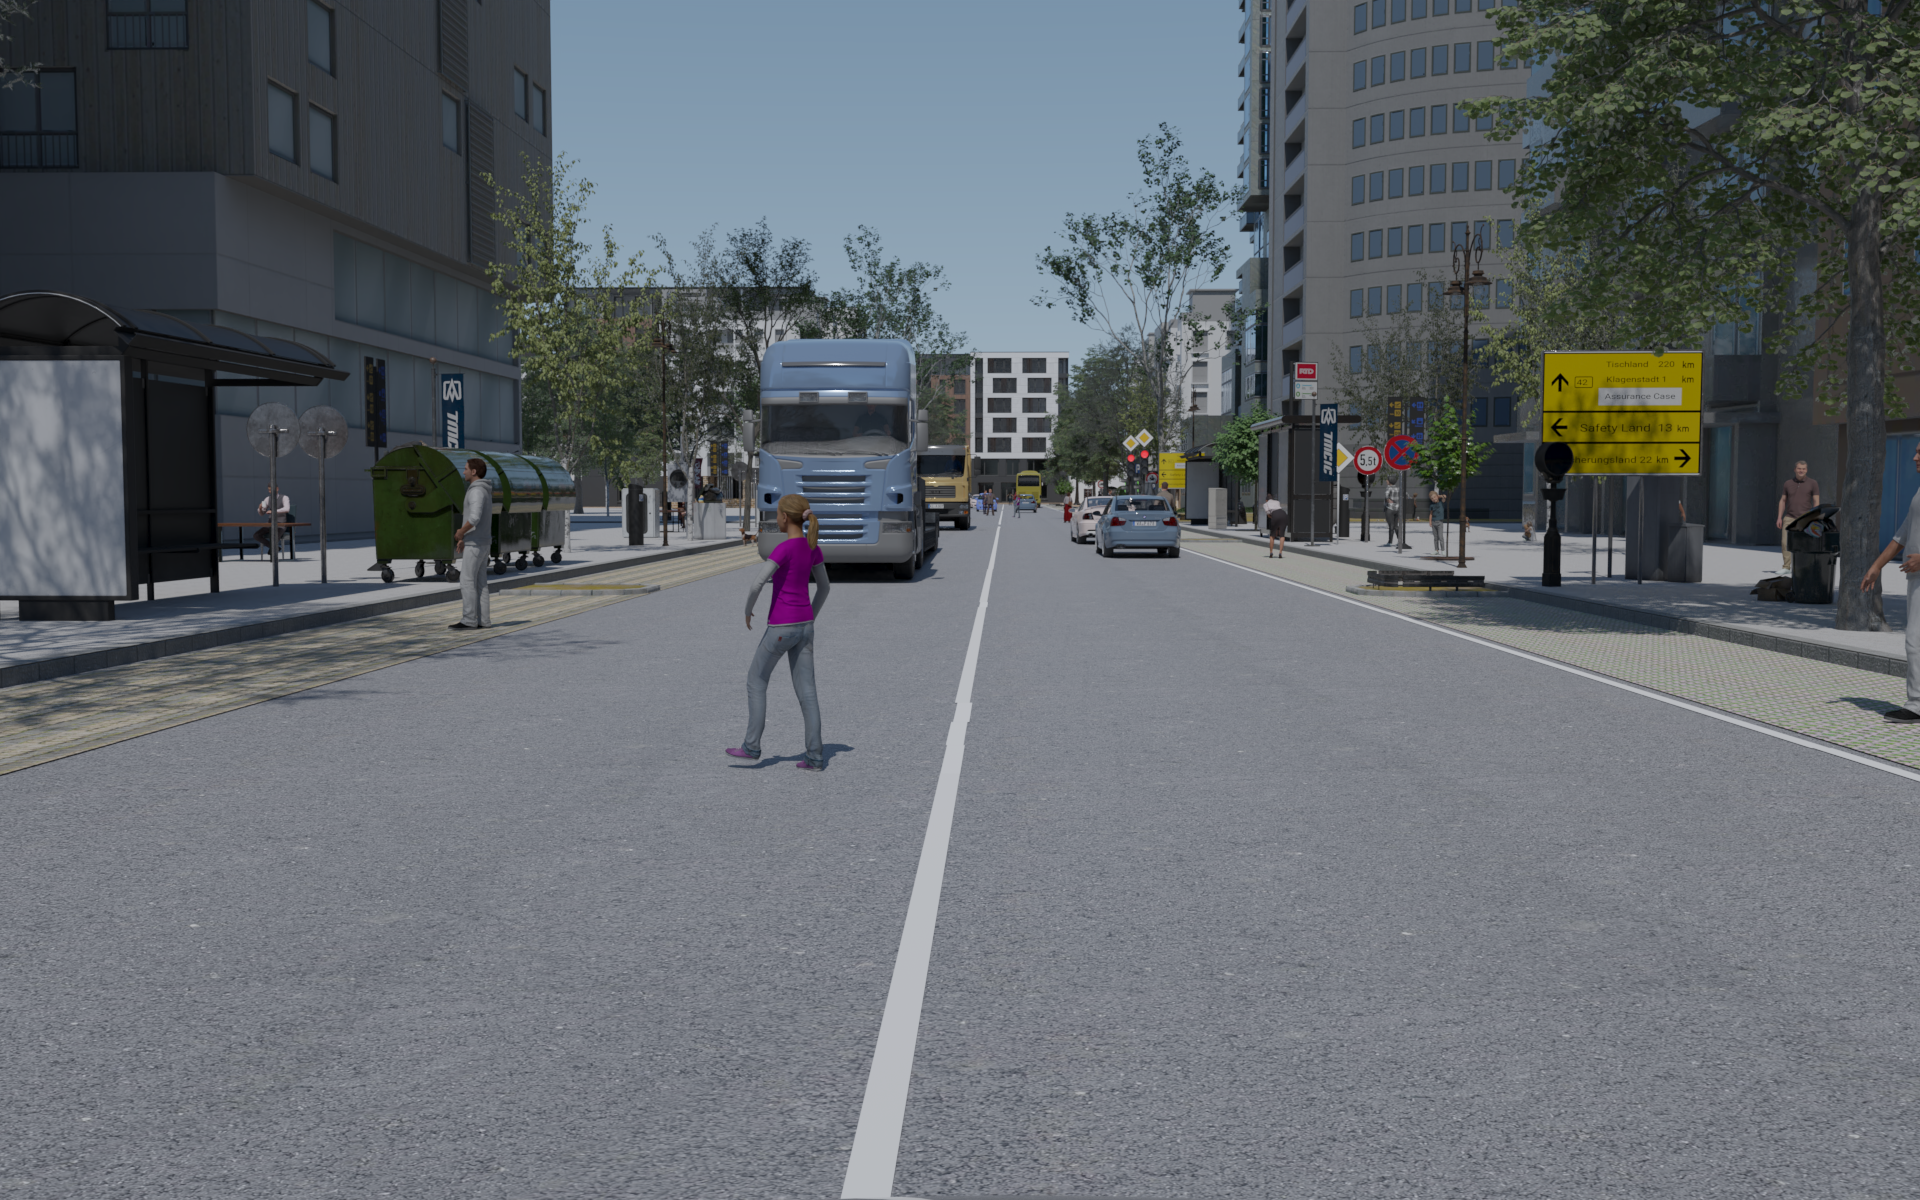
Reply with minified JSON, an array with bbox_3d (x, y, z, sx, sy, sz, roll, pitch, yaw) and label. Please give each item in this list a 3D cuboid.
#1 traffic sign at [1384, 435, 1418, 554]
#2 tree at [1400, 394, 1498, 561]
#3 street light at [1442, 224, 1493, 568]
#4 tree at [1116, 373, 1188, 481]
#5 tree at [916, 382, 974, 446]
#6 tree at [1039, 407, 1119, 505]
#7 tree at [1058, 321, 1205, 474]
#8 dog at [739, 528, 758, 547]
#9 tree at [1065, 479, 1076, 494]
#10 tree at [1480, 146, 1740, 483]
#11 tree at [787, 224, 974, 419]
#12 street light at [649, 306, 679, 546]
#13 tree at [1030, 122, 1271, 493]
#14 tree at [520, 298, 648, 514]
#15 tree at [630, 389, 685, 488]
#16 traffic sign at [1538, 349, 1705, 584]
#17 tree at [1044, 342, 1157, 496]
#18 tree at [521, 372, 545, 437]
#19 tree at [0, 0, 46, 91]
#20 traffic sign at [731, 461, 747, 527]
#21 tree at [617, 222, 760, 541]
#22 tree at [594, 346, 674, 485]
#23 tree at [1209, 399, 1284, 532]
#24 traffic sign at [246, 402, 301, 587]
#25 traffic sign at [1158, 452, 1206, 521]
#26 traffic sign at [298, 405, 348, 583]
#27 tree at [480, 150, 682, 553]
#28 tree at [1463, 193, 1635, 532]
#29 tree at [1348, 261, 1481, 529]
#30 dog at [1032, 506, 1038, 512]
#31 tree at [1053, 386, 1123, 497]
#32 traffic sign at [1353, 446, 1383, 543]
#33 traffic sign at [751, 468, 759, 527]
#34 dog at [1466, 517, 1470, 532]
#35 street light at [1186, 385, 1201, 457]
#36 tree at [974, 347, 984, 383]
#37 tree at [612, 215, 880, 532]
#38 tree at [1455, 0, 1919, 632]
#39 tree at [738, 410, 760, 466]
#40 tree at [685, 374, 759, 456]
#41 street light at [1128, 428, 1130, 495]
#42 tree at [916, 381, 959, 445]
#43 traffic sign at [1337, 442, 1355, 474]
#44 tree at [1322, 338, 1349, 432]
[{"bbox_3d":[9.462,-2.266,37.155,0.768,2.556,0.104,0,4,6],"label":"traffic sign"},{"bbox_3d":[9.378,-2.393,33.724,1.663,3.219,1.824,0,3,0],"label":"tree"},{"bbox_3d":[8.725,-3.495,29.932,0.468,5.910,1.993,0,4,2],"label":"street light"},{"bbox_3d":[11.339,-9.354,103.303,4.737,8.622,4.395,0,3,0],"label":"tree"},{"bbox_3d":[-3.642,-17.576,194.025,9.857,13.997,8.962,0,3,0],"label":"tree"},{"bbox_3d":[13.636,-17.298,199.830,9.611,12.733,9.660,0,3,0],"label":"tree"},{"bbox_3d":[12.090,-13.051,123.757,12.009,13.543,11.850,0,3,0],"label":"tree"},{"bbox_3d":[-5.723,-1.696,47.021,0.540,0.507,0.406,-1,4,-12],"label":"dog"},{"bbox_3d":[13.972,-13.927,222.301,1.663,3.219,1.824,0,3,0],"label":"tree"},{"bbox_3d":[13.877,-5.222,35.738,4.360,8.622,3.978,0,3,0],"label":"tree"},{"bbox_3d":[-6.945,-16.438,124.646,12.611,20.169,13.585,0,3,0],"label":"tree"},{"bbox_3d":[-7.275,-4.271,42.613,0.468,5.910,1.993,0,4,2],"label":"street light"},{"bbox_3d":[9.871,-14.390,91.172,12.611,20.169,13.585,0,3,0],"label":"tree"},{"bbox_3d":[-24.623,-12.501,111.050,9.857,13.997,8.962,0,3,0],"label":"tree"},{"bbox_3d":[-26.320,-13.312,143.414,9.928,11.665,9.643,0,3,0],"label":"tree"},{"bbox_3d":[9.340,-1.875,24.527,2.265,3.308,0.079,0,4,3],"label":"traffic sign"},{"bbox_3d":[11.961,-14.469,143.230,9.857,13.997,8.962,0,3,0],"label":"tree"},{"bbox_3d":[-25.617,-9.091,98.992,4.360,8.622,3.978,0,3,0],"label":"tree"},{"bbox_3d":[-8.986,-6.080,9.773,12.009,13.543,11.850,0,3,0],"label":"tree"},{"bbox_3d":[-8.591,-4.134,67.700,0.768,2.556,0.104,1,4,11],"label":"traffic sign"},{"bbox_3d":[-7.450,-5.936,47.422,4.360,8.622,3.978,0,3,0],"label":"tree"},{"bbox_3d":[-24.913,-13.115,132.565,7.486,12.596,7.792,0,3,0],"label":"tree"},{"bbox_3d":[10.329,-4.654,59.811,4.285,4.588,4.351,0,3,0],"label":"tree"},{"bbox_3d":[-9.489,-1.458,23.945,0.768,2.556,0.104,0,4,4],"label":"traffic sign"},{"bbox_3d":[10.728,-5.502,83.824,2.265,3.308,0.079,0,4,6],"label":"traffic sign"},{"bbox_3d":[-9.151,-1.513,24.849,0.768,2.556,0.104,0,4,3],"label":"traffic sign"},{"bbox_3d":[-8.424,-5.321,37.363,4.737,8.622,4.395,0,3,0],"label":"tree"},{"bbox_3d":[14.158,-5.567,41.375,4.737,8.622,4.395,0,3,0],"label":"tree"},{"bbox_3d":[14.975,-6.378,54.651,4.360,8.622,3.978,0,3,0],"label":"tree"},{"bbox_3d":[6.047,-7.414,140.507,0.406,0.507,0.540,2,4,33],"label":"dog"},{"bbox_3d":[12.921,-15.326,168.700,7.486,12.596,7.792,0,3,0],"label":"tree"},{"bbox_3d":[10.749,-2.790,45.719,0.768,2.556,0.104,0,4,3],"label":"traffic sign"},{"bbox_3d":[-7.868,-3.951,66.727,0.606,2.300,0.079,0,4,7],"label":"traffic sign"},{"bbox_3d":[17.044,-2.533,58.246,0.406,0.507,0.540,-2,4,-24],"label":"dog"},{"bbox_3d":[9.877,-6.153,73.389,0.468,5.910,1.993,0,4,2],"label":"street light"},{"bbox_3d":[-3.760,-18.424,157.128,12.611,20.169,13.585,0,3,0],"label":"tree"},{"bbox_3d":[-7.234,-7.600,58.680,8.767,10.594,7.601,-1,4,-19],"label":"tree"},{"bbox_3d":[8.139,-5.970,15.737,7.486,12.596,7.792,0,3,0],"label":"tree"},{"bbox_3d":[-12.590,-9.941,112.895,4.737,8.622,4.395,0,3,0],"label":"tree"},{"bbox_3d":[-15.458,-13.271,142.736,9.928,11.665,9.643,0,3,0],"label":"tree"},{"bbox_3d":[11.014,-8.568,112.876,0.468,5.910,1.993,0,4,2],"label":"street light"},{"bbox_3d":[-5.183,-16.154,174.481,12.009,13.543,11.850,0,3,0],"label":"tree"},{"bbox_3d":[9.580,-2.694,43.776,0.795,2.593,0.064,1,4,11],"label":"traffic sign"},{"bbox_3d":[15.507,-6.911,63.362,4.360,8.622,3.978,0,3,0],"label":"tree"}]
